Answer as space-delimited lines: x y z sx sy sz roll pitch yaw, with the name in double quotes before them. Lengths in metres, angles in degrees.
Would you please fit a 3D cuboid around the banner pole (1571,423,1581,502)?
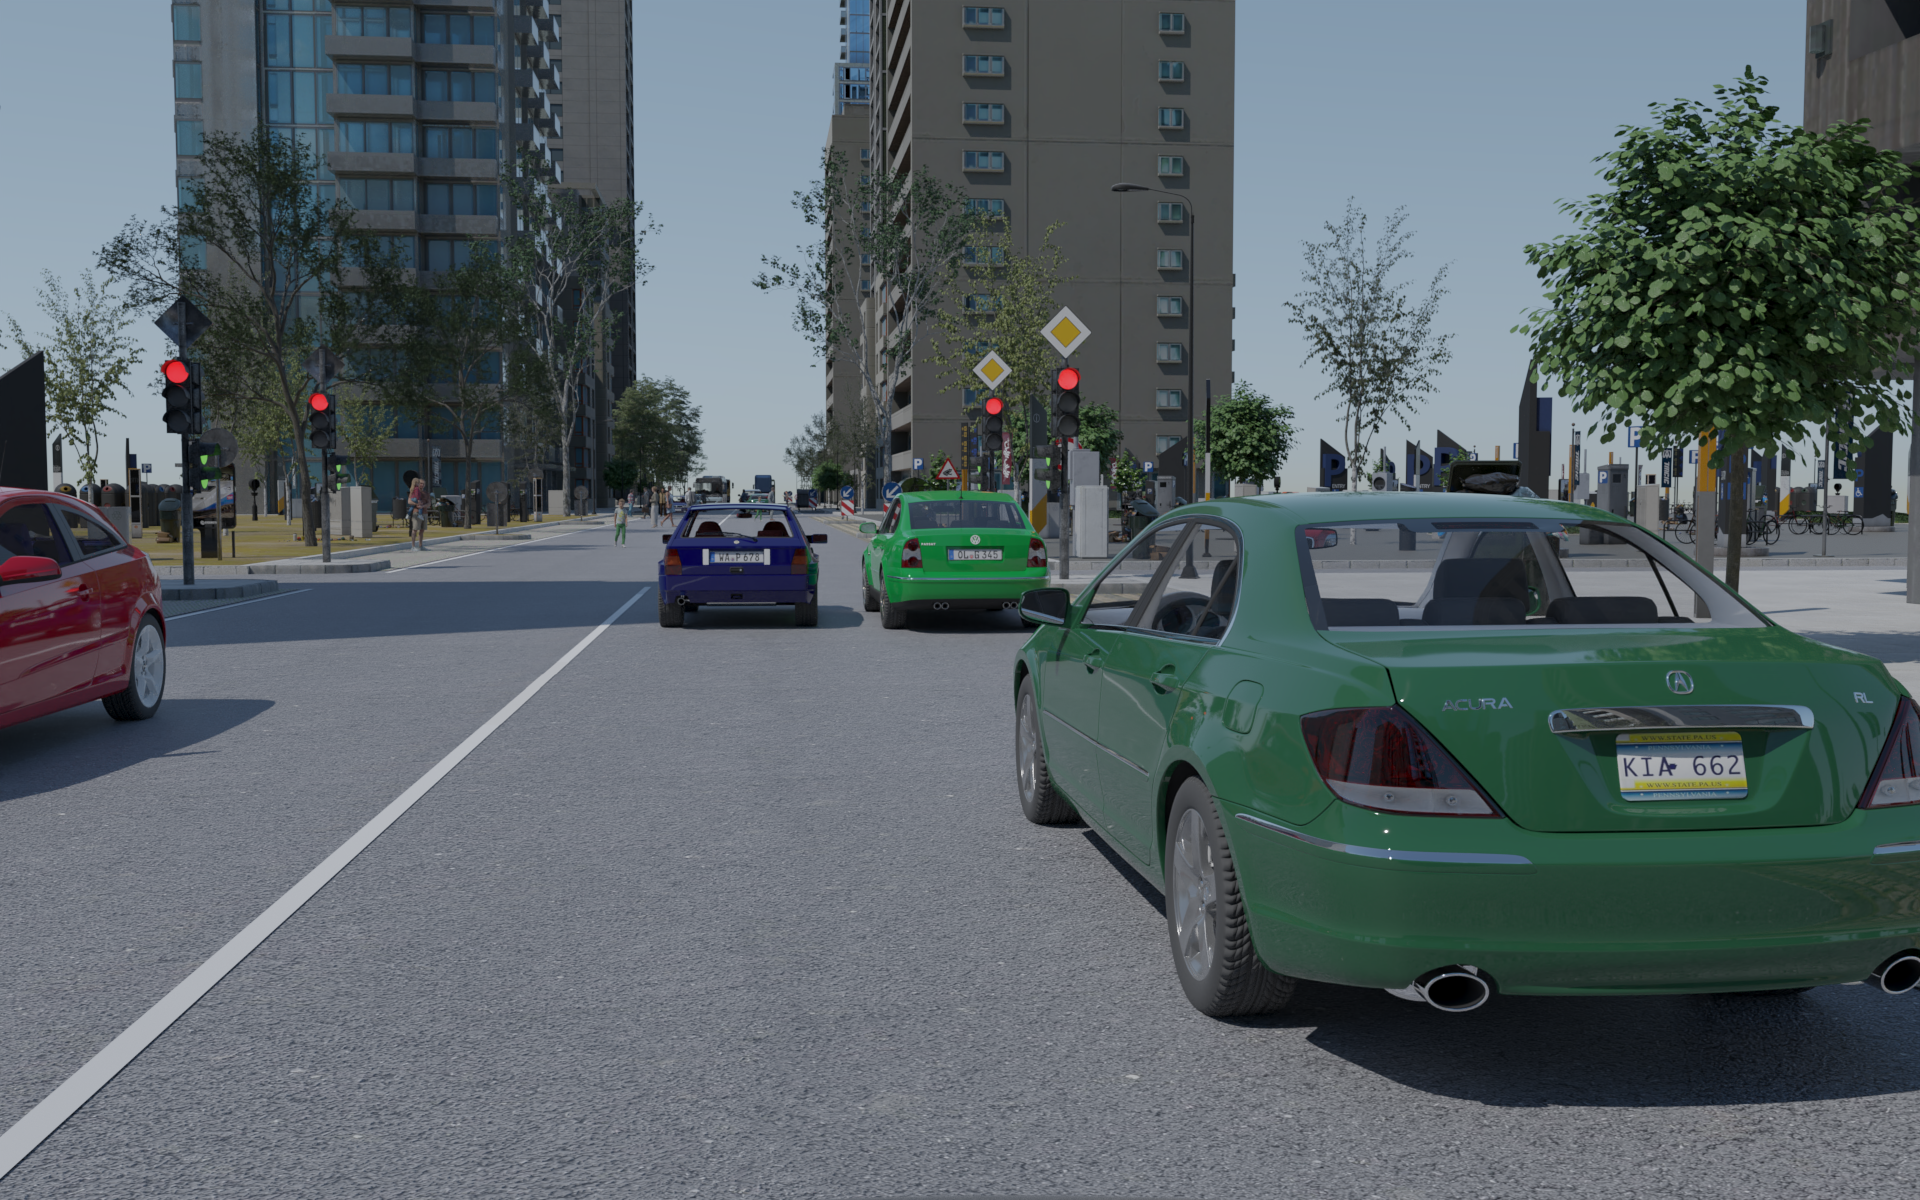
"banner pole" 21.533 -4.320 60.642 0.401 3.779 0.863 0 4 -4

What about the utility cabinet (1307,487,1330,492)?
"utility cabinet" 11.179 -2.771 53.977 0.318 1.500 1.173 2 4 33

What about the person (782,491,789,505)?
"person" -18.157 -10.458 180.012 0.750 1.759 0.617 0 4 -1

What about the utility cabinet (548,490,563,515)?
"utility cabinet" -24.287 -5.883 104.859 1.173 1.500 0.318 0 4 3

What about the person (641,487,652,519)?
"person" -18.114 -5.608 100.158 0.822 1.834 0.622 -3 4 -36

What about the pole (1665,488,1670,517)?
"pole" 36.280 -5.809 88.820 0.158 3.312 0.155 0 3 0

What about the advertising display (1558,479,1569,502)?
"advertising display" 25.529 -4.149 73.050 0.974 1.923 0.123 -3 5 -41

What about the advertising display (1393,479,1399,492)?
"advertising display" 18.422 -4.213 74.089 0.974 1.923 0.123 -3 5 -41

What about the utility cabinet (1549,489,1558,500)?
"utility cabinet" 28.074 -4.484 81.987 1.173 1.500 0.318 1 4 21

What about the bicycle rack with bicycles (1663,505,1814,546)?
"bicycle rack with bicycles" 19.307 -1.860 43.786 2.925 0.926 2.852 0 4 -5

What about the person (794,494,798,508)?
"person" -16.667 -10.289 177.657 0.756 1.711 0.436 -3 4 -36

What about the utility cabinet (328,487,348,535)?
"utility cabinet" -19.323 -2.762 53.830 0.318 1.500 1.173 -3 5 -41

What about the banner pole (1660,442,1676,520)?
"banner pole" 33.738 -5.644 82.299 0.863 3.779 0.401 1 4 13

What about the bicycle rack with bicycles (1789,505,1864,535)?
"bicycle rack with bicycles" 27.337 -2.542 54.944 2.852 0.926 2.925 -2 4 -30

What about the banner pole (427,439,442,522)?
"banner pole" -24.017 -5.445 79.044 0.401 3.779 0.863 3 5 41

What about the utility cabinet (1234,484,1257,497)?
"utility cabinet" 6.197 -1.766 37.561 0.318 1.500 1.173 0 4 0

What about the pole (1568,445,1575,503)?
"pole" 25.201 -4.744 71.401 0.158 3.312 0.155 0 3 0

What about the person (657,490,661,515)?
"person" -20.916 -6.797 120.355 0.721 1.735 1.217 3 5 43

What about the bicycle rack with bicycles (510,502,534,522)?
"bicycle rack with bicycles" -21.450 -4.176 81.657 2.925 0.926 2.852 -1 4 -14

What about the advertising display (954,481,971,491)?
"advertising display" 0.133 -4.924 85.728 0.974 1.923 0.123 -3 4 -37

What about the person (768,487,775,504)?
"person" -10.235 -5.244 94.335 0.391 1.810 0.635 0 4 2

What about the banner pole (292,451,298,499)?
"banner pole" -38.998 -6.824 101.588 0.401 3.779 0.863 -3 5 -43

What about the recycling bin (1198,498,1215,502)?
"recycling bin" 14.819 -5.602 104.153 0.722 1.027 0.722 -2 4 -31

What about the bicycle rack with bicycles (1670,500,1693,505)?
"bicycle rack with bicycles" 46.596 -5.968 110.954 2.925 0.926 2.852 1 4 16

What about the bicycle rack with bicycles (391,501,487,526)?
"bicycle rack with bicycles" -21.601 -3.527 71.042 2.925 0.926 2.852 1 4 21

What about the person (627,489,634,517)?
"person" -20.417 -5.995 107.351 0.643 1.720 0.563 -2 4 -35

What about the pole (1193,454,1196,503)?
"pole" 8.393 -4.187 62.305 0.158 3.312 0.155 0 3 0

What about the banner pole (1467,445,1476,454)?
"banner pole" 26.128 -6.032 88.645 0.863 3.779 0.401 -2 4 -25

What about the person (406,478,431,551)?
"person" -13.539 -2.129 43.291 0.573 1.828 0.580 0 4 -5

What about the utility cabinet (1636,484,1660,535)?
"utility cabinet" 15.196 -1.813 38.323 0.318 1.500 1.173 1 4 13

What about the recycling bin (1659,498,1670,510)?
"recycling bin" 40.639 -5.373 100.398 0.722 1.027 0.722 -3 5 -43

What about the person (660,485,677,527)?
"person" -12.740 -4.103 75.677 0.778 1.811 0.616 1 4 9

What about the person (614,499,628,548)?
"person" -9.122 -2.066 46.525 0.306 1.304 0.590 -2 4 -35

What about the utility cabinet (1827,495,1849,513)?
"utility cabinet" 40.864 -4.257 80.770 0.306 1.237 1.020 -2 4 -30

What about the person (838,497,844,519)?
"person" -6.630 -5.175 97.376 0.475 1.303 0.640 -2 4 -23

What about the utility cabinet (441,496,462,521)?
"utility cabinet" -22.262 -3.957 75.865 0.306 1.237 1.020 2 4 24

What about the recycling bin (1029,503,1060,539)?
"recycling bin" 2.453 -2.309 50.311 0.722 1.027 0.722 -1 4 -21

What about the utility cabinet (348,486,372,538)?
"utility cabinet" -17.551 -2.577 50.805 0.318 1.500 1.173 -2 4 -34

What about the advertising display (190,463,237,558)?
"advertising display" -15.009 -1.801 34.658 0.974 1.923 0.123 -1 4 -15

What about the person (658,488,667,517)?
"person" -18.806 -6.182 109.664 1.348 1.812 0.705 0 4 4

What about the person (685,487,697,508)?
"person" -15.179 -5.455 97.782 0.679 1.850 0.850 -1 4 -17

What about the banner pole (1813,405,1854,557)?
"banner pole" 17.975 -2.783 35.525 0.863 3.779 0.401 -1 4 -13

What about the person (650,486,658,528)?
"person" -13.064 -3.968 73.927 0.362 1.759 0.519 0 4 3

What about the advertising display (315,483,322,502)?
"advertising display" -36.301 -5.711 98.584 0.123 1.923 0.974 2 4 26

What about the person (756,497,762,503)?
"person" -10.415 -4.698 89.567 0.590 1.304 0.306 2 4 35

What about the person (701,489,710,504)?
"person" -20.258 -7.885 137.424 0.705 1.824 1.348 1 4 20

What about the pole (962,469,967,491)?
"pole" 0.160 -4.046 59.991 0.158 3.312 0.155 0 3 0

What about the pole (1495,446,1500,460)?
"pole" 22.594 -4.833 72.867 0.158 3.312 0.155 0 3 0

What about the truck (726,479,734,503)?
"truck" -31.244 -14.064 225.862 3.469 3.379 9.791 0 4 -8

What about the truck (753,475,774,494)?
"truck" -26.807 -15.035 235.578 2.967 4.110 18.799 0 4 -6

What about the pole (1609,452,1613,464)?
"pole" 31.394 -5.489 83.585 0.158 3.312 0.155 0 3 0

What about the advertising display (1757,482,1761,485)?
"advertising display" 42.986 -5.365 92.930 0.974 1.923 0.123 -3 5 -43

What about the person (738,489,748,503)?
"person" -16.874 -7.744 135.107 0.705 1.826 1.348 1 4 23

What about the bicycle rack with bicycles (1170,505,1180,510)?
"bicycle rack with bicycles" 8.331 -2.785 58.922 2.852 0.926 2.925 0 4 2

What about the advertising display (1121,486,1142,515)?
"advertising display" 7.689 -4.431 77.652 0.974 1.923 0.123 -1 4 -11

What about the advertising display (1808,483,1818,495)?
"advertising display" 49.790 -5.867 101.139 0.974 1.923 0.123 -3 5 -39

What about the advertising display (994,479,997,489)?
"advertising display" 1.160 -4.346 76.277 0.974 1.923 0.123 2 4 31

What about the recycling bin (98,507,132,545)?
"recycling bin" -16.564 -1.296 33.745 0.722 1.027 0.722 -1 4 -21

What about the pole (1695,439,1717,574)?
"pole" 7.696 -1.468 17.844 0.158 3.312 0.155 0 3 0

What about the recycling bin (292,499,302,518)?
"recycling bin" -35.377 -4.872 92.205 0.722 1.027 0.722 -2 4 -27
